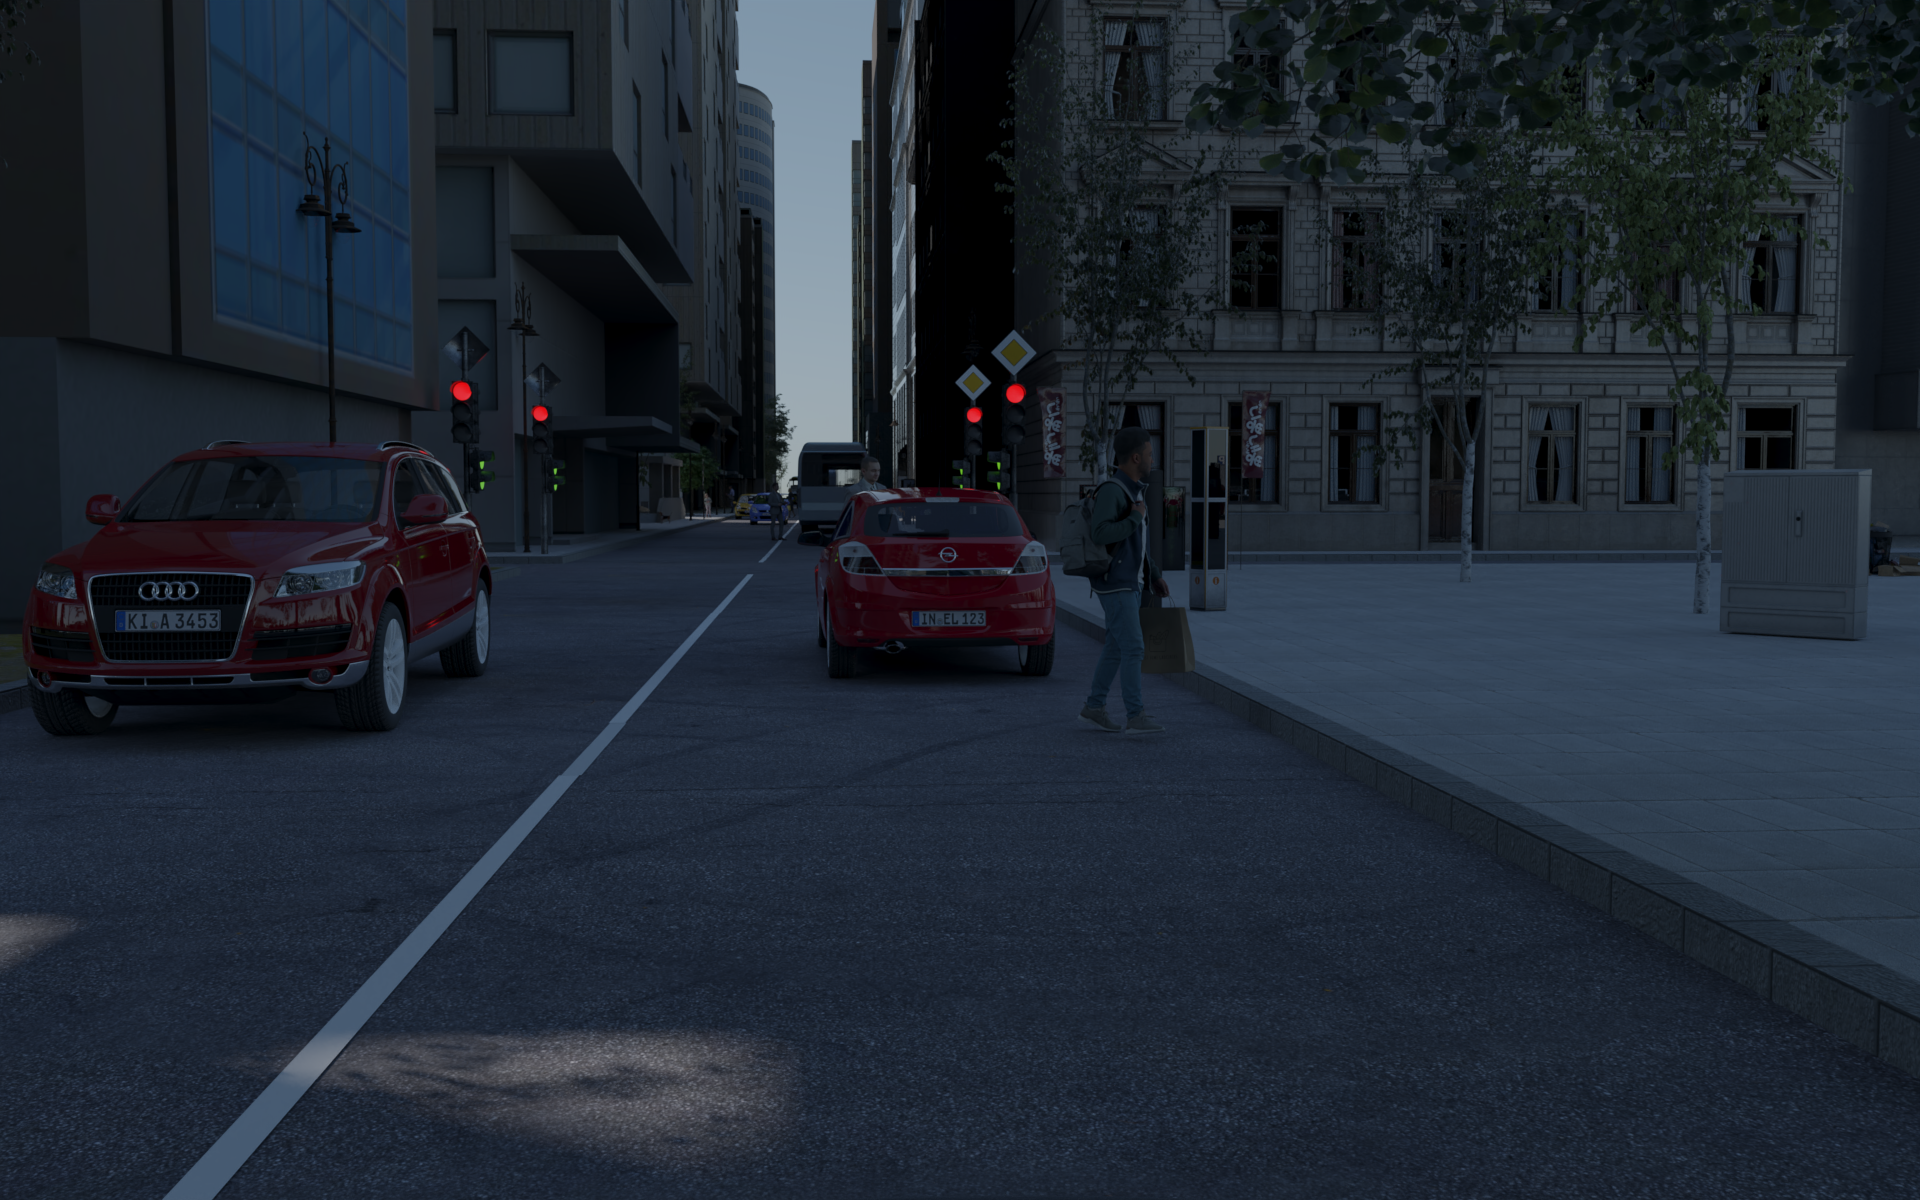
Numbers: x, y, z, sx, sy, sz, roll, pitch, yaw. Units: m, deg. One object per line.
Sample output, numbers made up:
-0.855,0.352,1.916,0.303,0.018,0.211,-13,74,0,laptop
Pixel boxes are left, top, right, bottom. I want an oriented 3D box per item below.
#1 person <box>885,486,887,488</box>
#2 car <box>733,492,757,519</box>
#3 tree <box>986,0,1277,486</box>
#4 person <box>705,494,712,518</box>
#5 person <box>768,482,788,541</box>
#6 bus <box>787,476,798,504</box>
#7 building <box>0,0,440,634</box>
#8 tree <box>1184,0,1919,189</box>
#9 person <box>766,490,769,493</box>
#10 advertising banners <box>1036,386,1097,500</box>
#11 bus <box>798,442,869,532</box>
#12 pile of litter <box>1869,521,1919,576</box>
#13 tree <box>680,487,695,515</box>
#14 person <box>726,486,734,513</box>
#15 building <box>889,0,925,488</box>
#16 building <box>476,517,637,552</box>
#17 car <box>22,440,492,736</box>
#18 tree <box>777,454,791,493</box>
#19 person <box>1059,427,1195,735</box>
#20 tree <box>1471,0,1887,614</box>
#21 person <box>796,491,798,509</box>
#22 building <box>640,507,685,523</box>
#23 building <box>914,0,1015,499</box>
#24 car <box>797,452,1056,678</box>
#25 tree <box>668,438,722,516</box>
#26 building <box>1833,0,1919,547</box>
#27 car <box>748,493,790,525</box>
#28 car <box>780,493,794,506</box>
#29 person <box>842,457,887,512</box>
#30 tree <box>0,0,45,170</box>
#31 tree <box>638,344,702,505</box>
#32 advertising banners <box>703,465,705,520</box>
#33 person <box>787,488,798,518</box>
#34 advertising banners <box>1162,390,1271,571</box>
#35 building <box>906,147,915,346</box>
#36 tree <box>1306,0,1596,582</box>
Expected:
-4.752,-6.223,108.133,0.721,1.781,0.623,-1,4,-15,person
-11.942,-5.437,99.112,2.015,1.641,3.980,0,4,-4,car
2.302,-4.595,25.489,4.360,8.622,3.978,0,3,0,tree
-13.695,-5.134,94.261,0.425,1.301,0.394,-3,5,-40,person
-5.606,-2.736,53.429,0.583,1.804,0.606,2,4,25,person
-22.060,-15.096,238.370,2.896,3.916,12.252,0,4,-3,bus
-15.447,-22.687,21.036,14.200,45.320,14.600,0,4,-5,building
3.737,-5.985,4.506,9.857,13.997,8.962,0,3,0,tree
-15.727,-8.178,142.664,0.568,1.767,0.683,0,4,5,person
2.223,-1.977,28.506,2.074,3.025,0.090,-1,4,-18,advertising banners
-4.969,-4.469,67.931,2.948,3.499,13.247,0,4,-4,bus
14.663,-0.819,27.353,1.719,0.858,1.176,1,4,13,pile of litter
-16.811,-6.782,105.494,1.663,3.219,1.824,0,3,0,tree
-15.481,-6.758,116.401,0.599,1.838,0.709,-1,4,-20,person
2.169,-19.615,98.190,11.434,29.767,29.804,0,4,-5,building
-21.820,-28.051,47.877,28.713,52.752,27.495,0,4,-5,building
-4.599,-0.206,12.043,2.281,1.827,5.304,0,4,-6,car
-28.274,-19.549,269.980,4.360,8.622,3.978,0,3,0,tree
1.008,-0.109,10.273,0.713,1.824,0.794,3,4,38,person
7.728,-4.159,18.369,4.737,8.622,4.395,0,3,0,tree
-15.811,-9.824,169.923,0.742,1.727,0.445,3,4,39,person
-29.911,-23.824,81.405,32.217,40.220,23.993,0,4,-5,building
5.099,-13.870,56.458,12.332,23.373,15.834,0,4,-5,building
-0.322,-0.367,15.037,2.155,1.783,4.494,0,4,-6,car
-15.523,-7.153,100.662,4.285,4.588,4.351,0,3,0,tree
35.197,-13.953,47.201,30.058,24.678,14.314,0,4,-5,building
-8.973,-4.394,81.436,1.945,1.707,3.694,0,4,-4,car
-15.493,-8.689,151.659,1.945,1.707,3.694,0,4,-3,car
-0.892,-0.557,17.729,0.709,1.813,0.853,-3,5,-41,person
-8.280,-3.742,11.549,4.360,8.622,3.978,0,3,0,tree
-12.282,-7.142,67.131,4.737,8.622,4.395,0,3,0,tree
-12.886,-5.558,87.054,0.090,3.025,2.074,0,4,-7,advertising banners
-10.021,-5.945,105.922,1.509,1.804,0.699,-2,4,-29,person
4.247,-2.010,29.057,2.074,3.025,0.090,-1,4,-14,advertising banners
3.432,-12.808,74.038,10.561,19.102,19.286,0,4,-5,building
7.340,-4.579,25.224,4.360,8.622,3.978,0,3,0,tree
